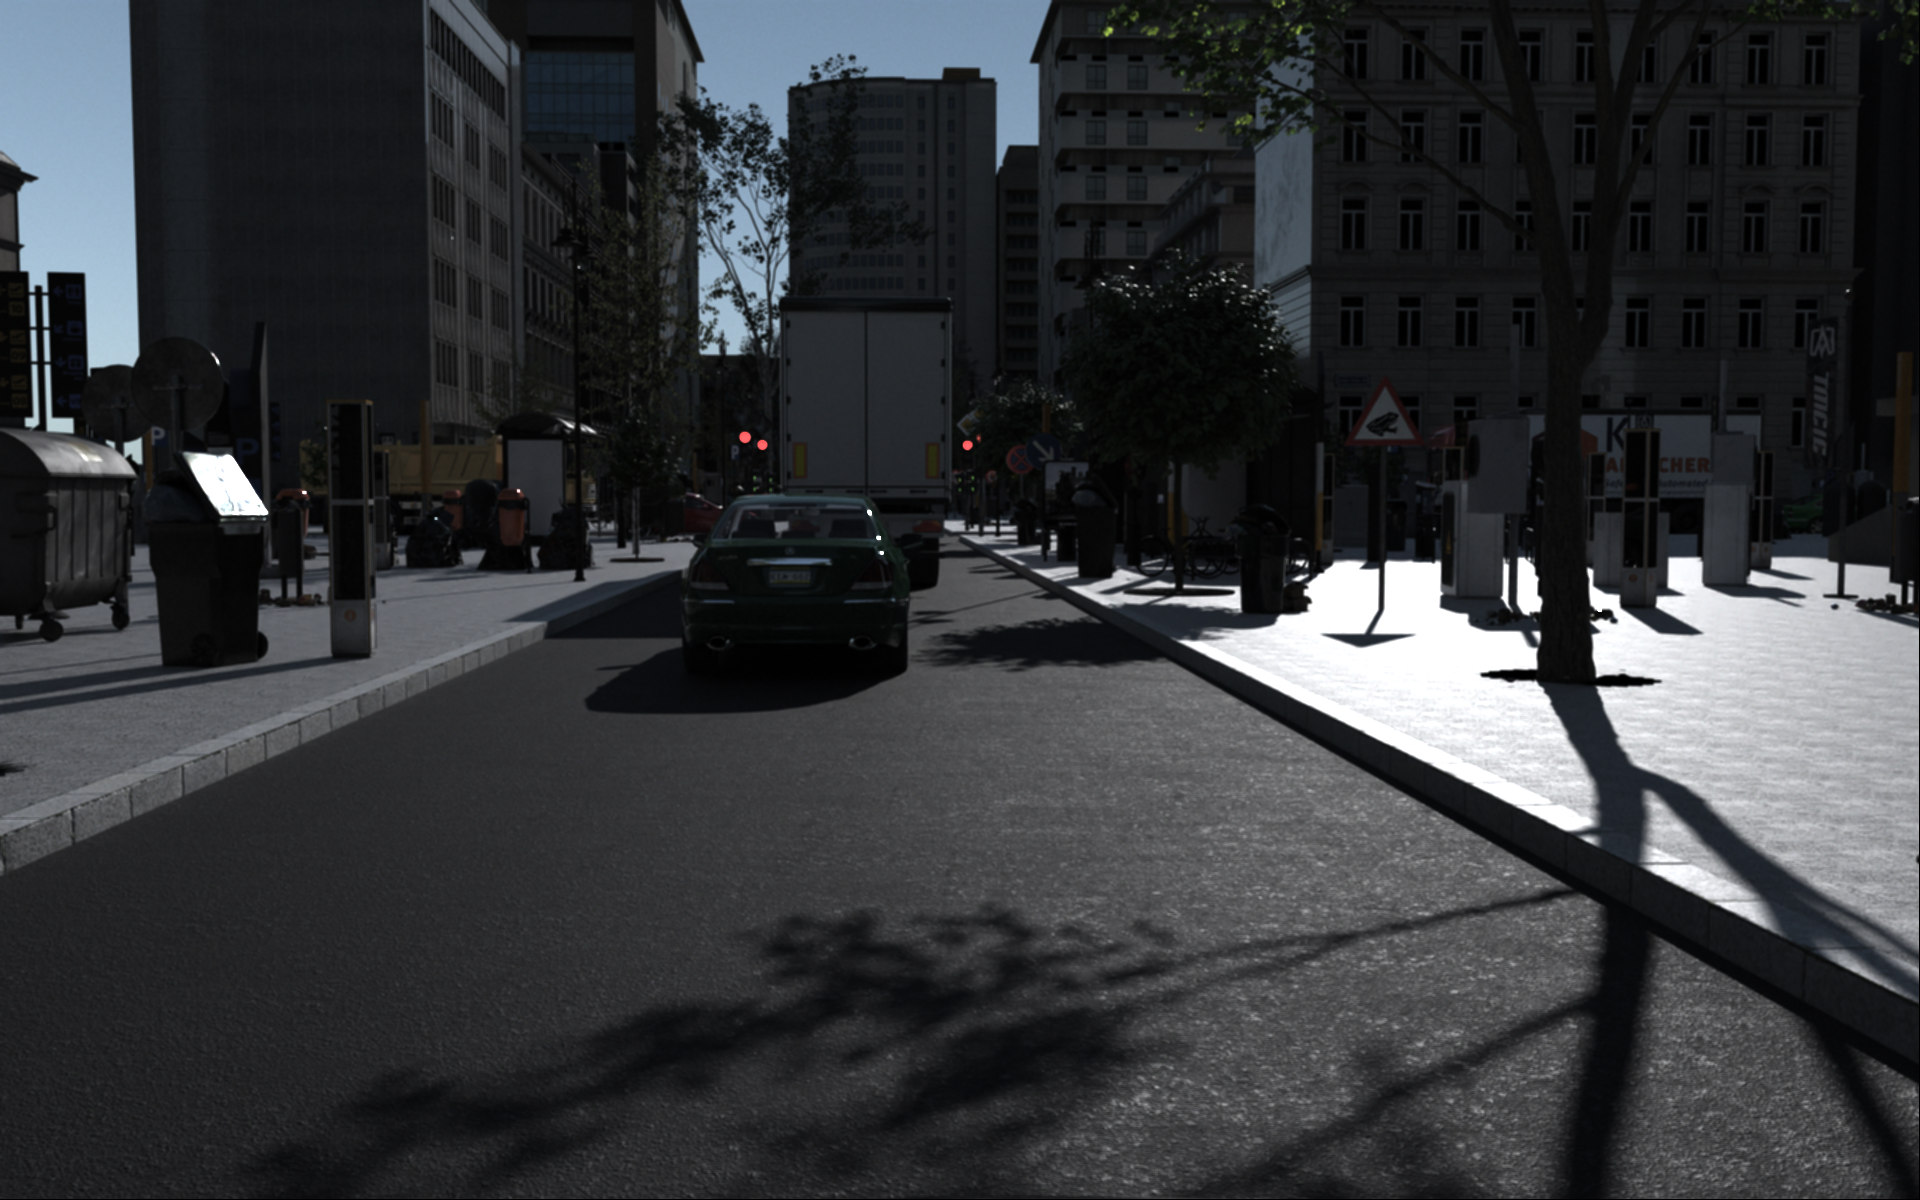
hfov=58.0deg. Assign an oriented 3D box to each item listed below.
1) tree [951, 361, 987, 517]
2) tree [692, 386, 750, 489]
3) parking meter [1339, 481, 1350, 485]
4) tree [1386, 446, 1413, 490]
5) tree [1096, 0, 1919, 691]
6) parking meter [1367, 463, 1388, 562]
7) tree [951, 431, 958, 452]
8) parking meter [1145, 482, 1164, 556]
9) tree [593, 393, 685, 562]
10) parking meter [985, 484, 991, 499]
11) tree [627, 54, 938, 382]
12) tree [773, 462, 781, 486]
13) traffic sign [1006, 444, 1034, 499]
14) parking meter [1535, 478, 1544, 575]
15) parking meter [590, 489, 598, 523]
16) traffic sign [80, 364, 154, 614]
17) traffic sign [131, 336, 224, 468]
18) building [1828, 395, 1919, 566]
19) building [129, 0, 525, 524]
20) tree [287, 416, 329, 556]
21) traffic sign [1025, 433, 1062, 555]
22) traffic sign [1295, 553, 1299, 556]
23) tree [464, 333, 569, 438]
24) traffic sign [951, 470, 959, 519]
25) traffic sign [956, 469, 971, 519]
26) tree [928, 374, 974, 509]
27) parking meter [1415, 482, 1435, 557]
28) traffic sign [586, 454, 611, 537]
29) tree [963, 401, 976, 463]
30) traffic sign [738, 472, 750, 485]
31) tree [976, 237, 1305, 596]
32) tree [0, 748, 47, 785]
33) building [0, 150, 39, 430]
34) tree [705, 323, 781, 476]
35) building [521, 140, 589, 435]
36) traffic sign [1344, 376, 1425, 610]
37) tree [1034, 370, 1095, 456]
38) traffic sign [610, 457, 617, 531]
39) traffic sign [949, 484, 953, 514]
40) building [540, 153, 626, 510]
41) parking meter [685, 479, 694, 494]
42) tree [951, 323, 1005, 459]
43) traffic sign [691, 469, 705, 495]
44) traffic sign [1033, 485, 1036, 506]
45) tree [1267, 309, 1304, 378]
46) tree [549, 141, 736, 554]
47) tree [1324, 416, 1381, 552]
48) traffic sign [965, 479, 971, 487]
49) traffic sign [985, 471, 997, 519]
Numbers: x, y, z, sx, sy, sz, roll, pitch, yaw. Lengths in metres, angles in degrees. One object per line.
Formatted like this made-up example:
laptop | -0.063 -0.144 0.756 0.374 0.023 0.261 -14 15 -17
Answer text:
tree | -0.150 -8.842 94.929 4.737 8.622 4.395 0 3 0
tree | -16.176 -10.298 118.737 4.737 8.622 4.395 0 3 0
parking meter | 15.861 -4.018 71.408 0.399 1.863 0.255 3 5 40
tree | 10.794 -3.060 44.631 1.663 3.219 1.824 0 3 0
tree | 4.223 -5.257 11.709 9.928 11.665 9.643 0 3 0
parking meter | 7.938 -1.663 32.909 0.255 1.863 0.399 3 4 38
tree | -2.265 -11.088 131.658 4.360 8.622 3.978 0 3 0
parking meter | 4.024 -1.676 35.806 0.372 1.533 0.369 0 3 0
tree | -6.241 -2.337 32.807 1.663 3.219 1.824 0 3 0
parking meter | 1.592 -5.821 100.890 0.255 1.863 0.399 -3 5 -42
tree | -6.742 -13.306 73.449 12.611 20.169 13.585 0 3 0
tree | -8.963 -5.712 87.996 1.663 3.219 1.824 0 3 0
traffic sign | 1.574 -2.713 44.468 0.768 2.556 0.104 0 4 3
parking meter | 9.314 -1.163 27.424 0.372 1.533 0.369 0 3 0
parking meter | -16.253 -4.194 76.982 0.372 1.533 0.369 0 3 0
traffic sign | -8.263 -1.036 17.051 0.768 2.556 0.104 0 4 -1
traffic sign | -6.332 -0.851 14.020 0.768 2.556 0.104 0 4 3
building | 32.990 -20.416 25.682 32.217 40.220 23.993 0 4 -3
building | -28.884 -16.173 82.450 12.078 24.808 19.932 0 4 -3
tree | -12.973 -2.559 36.442 1.663 3.219 1.824 0 3 0
traffic sign | 1.742 -2.208 36.203 0.768 2.556 0.104 0 4 1
traffic sign | 6.822 -2.131 34.942 0.768 2.556 0.104 0 4 -2
tree | -19.944 -7.854 78.768 4.737 8.622 4.395 0 3 0
traffic sign | -0.264 -5.540 90.692 0.768 2.556 0.104 0 4 5
traffic sign | 0.178 -5.356 87.673 0.768 2.556 0.104 0 4 3
tree | -2.150 -13.636 141.070 7.486 12.596 7.792 0 3 0
parking meter | 9.459 -1.640 35.224 0.372 1.533 0.369 0 3 0
traffic sign | -10.840 -3.173 51.986 0.768 2.556 0.104 0 4 -2
tree | 1.756 -3.864 46.892 4.285 4.588 4.351 0 3 0
traffic sign | -12.455 -6.109 99.991 0.768 2.556 0.104 0 4 -1
tree | 2.849 -2.366 22.398 4.285 4.588 4.351 0 3 0
tree | -4.974 -5.002 7.536 9.928 11.665 9.643 0 3 0
building | -53.076 -12.980 76.858 19.286 19.102 10.561 0 4 -3
tree | -9.642 -9.755 93.905 8.767 10.594 7.601 0 4 -4
building | -29.098 -16.749 102.731 11.050 23.489 19.941 0 4 -3
traffic sign | 4.665 -1.168 19.100 0.884 2.594 0.081 0 4 2
tree | 5.535 -9.316 102.685 4.360 8.622 3.978 0 3 0
traffic sign | -11.871 -3.639 59.610 0.768 2.556 0.104 0 4 -2
traffic sign | -0.663 -6.836 111.871 0.768 2.556 0.104 0 4 0
building | -30.713 -17.806 120.805 12.332 23.373 15.834 0 4 -3
parking meter | -9.804 -3.477 62.559 0.399 1.863 0.255 -1 4 -19
tree | -1.763 -12.851 120.485 12.009 13.543 11.850 0 3 0
traffic sign | -13.110 -5.308 86.890 0.768 2.556 0.104 0 4 -1
traffic sign | 2.218 -3.142 51.484 0.768 2.556 0.104 0 4 5
tree | 11.469 -7.213 68.289 4.737 8.622 4.395 0 3 0
tree | -6.903 -5.297 36.965 4.360 8.622 3.978 0 3 0
tree | 8.128 -2.692 38.613 1.663 3.219 1.824 0 3 0
traffic sign | 0.625 -8.070 132.048 0.768 2.556 0.104 0 4 3
traffic sign | 1.706 -5.493 89.919 0.768 2.556 0.104 0 4 2
